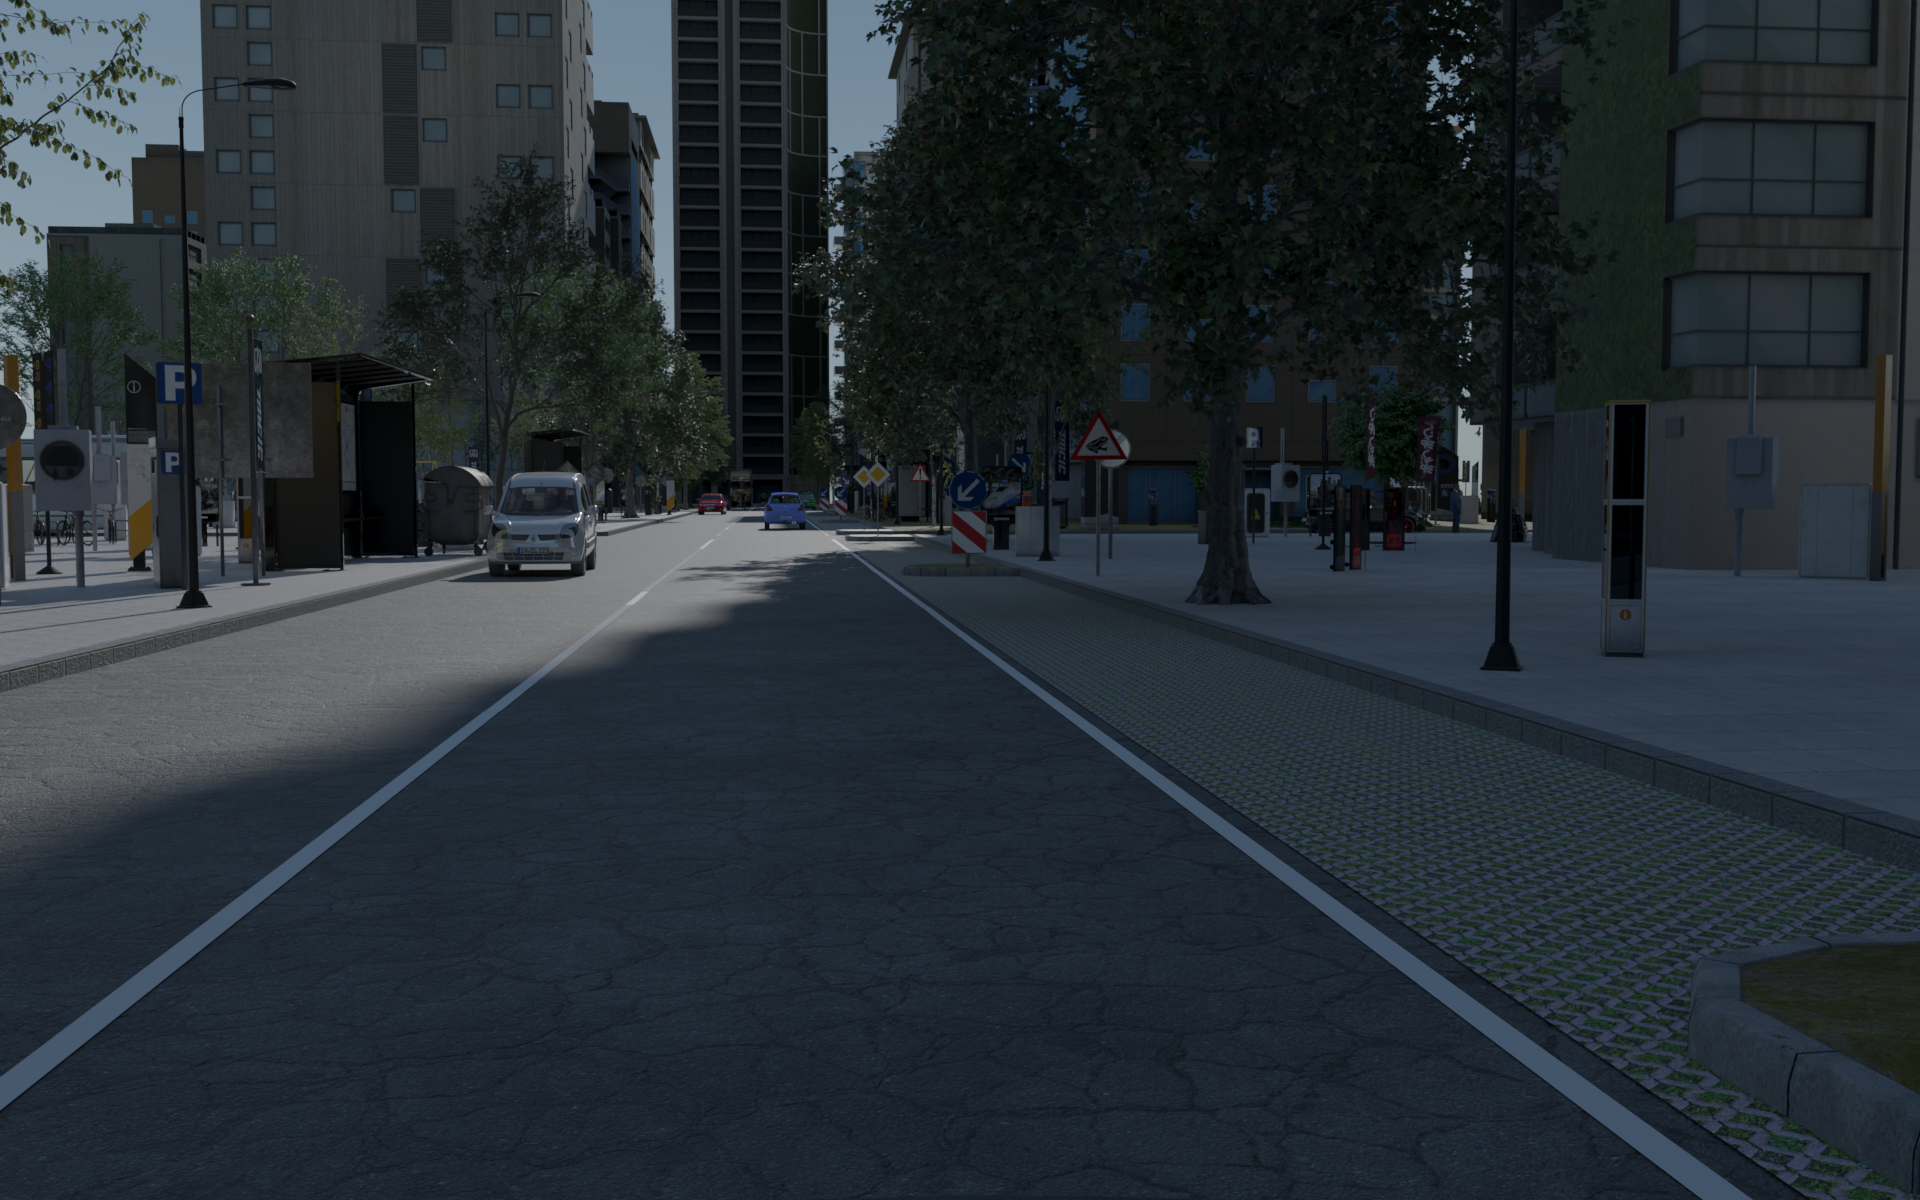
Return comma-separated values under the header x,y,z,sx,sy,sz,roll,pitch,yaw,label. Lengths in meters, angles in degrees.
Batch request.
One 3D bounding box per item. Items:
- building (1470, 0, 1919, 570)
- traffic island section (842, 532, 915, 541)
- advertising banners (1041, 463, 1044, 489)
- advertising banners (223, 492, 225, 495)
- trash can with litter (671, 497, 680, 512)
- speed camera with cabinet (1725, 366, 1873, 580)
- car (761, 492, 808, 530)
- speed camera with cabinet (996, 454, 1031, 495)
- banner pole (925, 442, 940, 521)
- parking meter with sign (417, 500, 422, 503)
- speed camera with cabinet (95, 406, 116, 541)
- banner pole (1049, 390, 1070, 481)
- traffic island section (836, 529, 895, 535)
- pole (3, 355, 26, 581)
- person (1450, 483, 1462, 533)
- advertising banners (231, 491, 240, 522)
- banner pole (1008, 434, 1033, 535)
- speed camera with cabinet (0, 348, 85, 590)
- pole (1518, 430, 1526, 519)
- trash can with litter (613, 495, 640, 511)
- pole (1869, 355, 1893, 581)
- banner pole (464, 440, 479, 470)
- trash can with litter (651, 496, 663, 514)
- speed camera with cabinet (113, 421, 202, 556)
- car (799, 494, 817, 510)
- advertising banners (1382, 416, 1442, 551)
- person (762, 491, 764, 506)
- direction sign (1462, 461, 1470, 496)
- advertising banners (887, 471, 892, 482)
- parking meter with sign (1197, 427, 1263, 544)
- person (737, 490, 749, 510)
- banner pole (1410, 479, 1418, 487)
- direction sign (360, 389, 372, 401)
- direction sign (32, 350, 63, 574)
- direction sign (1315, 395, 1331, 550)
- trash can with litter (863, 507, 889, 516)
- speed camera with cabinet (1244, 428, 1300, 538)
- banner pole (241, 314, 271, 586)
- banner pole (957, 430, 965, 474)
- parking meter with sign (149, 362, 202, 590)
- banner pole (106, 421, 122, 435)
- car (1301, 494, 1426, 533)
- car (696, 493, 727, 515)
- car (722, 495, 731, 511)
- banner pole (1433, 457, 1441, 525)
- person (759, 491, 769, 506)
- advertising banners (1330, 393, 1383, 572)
x,y,z,sx,sy,sz,roll,pitch,yaw,label
18.540,-21.527,35.558,14.154,41.232,14.086,0,4,-6,building
-2.510,-1.908,53.484,2.009,0.180,2.903,0,4,-6,traffic island section
5.287,-6.297,99.137,2.074,3.025,0.090,-3,5,-44,advertising banners
-49.840,-7.308,115.673,0.090,3.025,2.074,1,4,18,advertising banners
-20.719,-7.020,126.170,0.624,1.170,1.055,-3,5,-40,trash can with litter
12.913,-1.973,26.596,2.038,3.252,0.660,2,4,34,speed camera with cabinet
-7.204,-3.763,71.122,1.945,1.707,3.694,0,4,-7,car
2.475,-5.614,86.129,2.038,3.252,0.660,-1,4,-13,speed camera with cabinet
-1.242,-5.655,82.484,0.401,3.779,0.863,-2,4,-24,banner pole
-40.918,-8.134,129.246,0.543,3.016,1.738,2,4,27,parking meter with sign
-19.092,-2.779,39.773,0.660,3.252,2.038,3,5,44,speed camera with cabinet
2.291,-3.112,40.903,0.863,3.779,0.401,-3,4,-36,banner pole
-3.375,-2.394,61.422,2.009,0.180,2.903,0,4,-6,traffic island section
-13.939,-1.938,25.529,0.158,3.312,0.155,0,3,0,pole
16.814,-3.058,58.672,0.419,1.800,0.721,0,4,1,person
-32.430,-4.995,77.849,0.090,3.025,2.074,-3,5,-39,advertising banners
1.747,-3.945,54.512,0.863,3.779,0.401,2,4,30,banner pole
-12.766,-1.765,23.186,2.038,3.252,0.660,-1,4,-23,speed camera with cabinet
17.669,-3.708,54.462,0.158,3.312,0.155,0,3,0,pole
-25.717,-7.477,133.306,2.233,1.210,1.678,0,4,6,trash can with litter
13.549,-1.935,25.473,0.158,3.312,0.155,0,3,0,pole
-22.717,-5.529,80.413,0.863,3.779,0.401,0,4,-3,banner pole
-19.242,-5.964,108.904,1.055,1.170,0.624,1,4,9,trash can with litter
-16.717,-2.560,36.199,2.038,3.252,0.660,2,4,33,speed camera with cabinet
-13.585,-8.788,152.483,1.959,1.807,4.718,0,4,-5,car
9.814,-2.633,39.237,2.074,3.025,0.090,1,4,13,advertising banners
-24.052,-12.453,212.066,0.705,1.831,1.348,-1,4,-15,person
34.193,-7.650,117.072,0.876,3.537,0.379,-3,5,-41,direction sign
-4.627,-8.235,130.821,2.074,3.025,0.090,0,4,-6,advertising banners
6.939,-2.960,44.650,1.738,3.016,0.543,-2,4,-31,parking meter with sign
-19.032,-8.736,151.851,1.217,1.766,0.721,2,4,24,person
35.800,-8.981,136.860,0.863,3.779,0.401,0,4,4,banner pole
-12.318,-2.678,35.777,0.379,3.537,0.876,-3,5,-43,direction sign
-14.614,-2.183,27.693,0.876,3.537,0.379,3,5,44,direction sign
8.387,-2.930,39.899,0.379,3.537,0.876,1,4,17,direction sign
-4.542,-5.511,101.162,2.233,1.210,1.678,0,4,-3,trash can with litter
9.125,-3.500,51.557,2.038,3.252,0.660,-2,4,-25,speed camera with cabinet
-9.925,-2.107,24.460,0.401,3.779,0.863,0,4,-7,banner pole
0.148,-3.844,52.864,0.401,3.779,0.863,-3,4,-39,banner pole
-10.796,-1.680,23.734,0.543,3.016,1.738,-2,4,-33,parking meter with sign
-29.090,-4.264,59.734,0.863,3.779,0.401,2,4,24,banner pole
13.782,-3.023,59.217,4.222,1.686,2.009,0,4,-5,car
-17.289,-6.842,120.902,2.155,1.783,4.494,0,4,-4,car
-20.728,-8.390,149.750,1.945,1.354,3.894,0,4,-6,car
19.713,-4.999,71.750,0.401,3.779,0.863,1,4,21,banner pole
-23.376,-12.089,206.171,1.348,1.823,0.705,1,4,22,person
6.692,-2.024,29.286,0.090,3.025,2.074,2,4,33,advertising banners
